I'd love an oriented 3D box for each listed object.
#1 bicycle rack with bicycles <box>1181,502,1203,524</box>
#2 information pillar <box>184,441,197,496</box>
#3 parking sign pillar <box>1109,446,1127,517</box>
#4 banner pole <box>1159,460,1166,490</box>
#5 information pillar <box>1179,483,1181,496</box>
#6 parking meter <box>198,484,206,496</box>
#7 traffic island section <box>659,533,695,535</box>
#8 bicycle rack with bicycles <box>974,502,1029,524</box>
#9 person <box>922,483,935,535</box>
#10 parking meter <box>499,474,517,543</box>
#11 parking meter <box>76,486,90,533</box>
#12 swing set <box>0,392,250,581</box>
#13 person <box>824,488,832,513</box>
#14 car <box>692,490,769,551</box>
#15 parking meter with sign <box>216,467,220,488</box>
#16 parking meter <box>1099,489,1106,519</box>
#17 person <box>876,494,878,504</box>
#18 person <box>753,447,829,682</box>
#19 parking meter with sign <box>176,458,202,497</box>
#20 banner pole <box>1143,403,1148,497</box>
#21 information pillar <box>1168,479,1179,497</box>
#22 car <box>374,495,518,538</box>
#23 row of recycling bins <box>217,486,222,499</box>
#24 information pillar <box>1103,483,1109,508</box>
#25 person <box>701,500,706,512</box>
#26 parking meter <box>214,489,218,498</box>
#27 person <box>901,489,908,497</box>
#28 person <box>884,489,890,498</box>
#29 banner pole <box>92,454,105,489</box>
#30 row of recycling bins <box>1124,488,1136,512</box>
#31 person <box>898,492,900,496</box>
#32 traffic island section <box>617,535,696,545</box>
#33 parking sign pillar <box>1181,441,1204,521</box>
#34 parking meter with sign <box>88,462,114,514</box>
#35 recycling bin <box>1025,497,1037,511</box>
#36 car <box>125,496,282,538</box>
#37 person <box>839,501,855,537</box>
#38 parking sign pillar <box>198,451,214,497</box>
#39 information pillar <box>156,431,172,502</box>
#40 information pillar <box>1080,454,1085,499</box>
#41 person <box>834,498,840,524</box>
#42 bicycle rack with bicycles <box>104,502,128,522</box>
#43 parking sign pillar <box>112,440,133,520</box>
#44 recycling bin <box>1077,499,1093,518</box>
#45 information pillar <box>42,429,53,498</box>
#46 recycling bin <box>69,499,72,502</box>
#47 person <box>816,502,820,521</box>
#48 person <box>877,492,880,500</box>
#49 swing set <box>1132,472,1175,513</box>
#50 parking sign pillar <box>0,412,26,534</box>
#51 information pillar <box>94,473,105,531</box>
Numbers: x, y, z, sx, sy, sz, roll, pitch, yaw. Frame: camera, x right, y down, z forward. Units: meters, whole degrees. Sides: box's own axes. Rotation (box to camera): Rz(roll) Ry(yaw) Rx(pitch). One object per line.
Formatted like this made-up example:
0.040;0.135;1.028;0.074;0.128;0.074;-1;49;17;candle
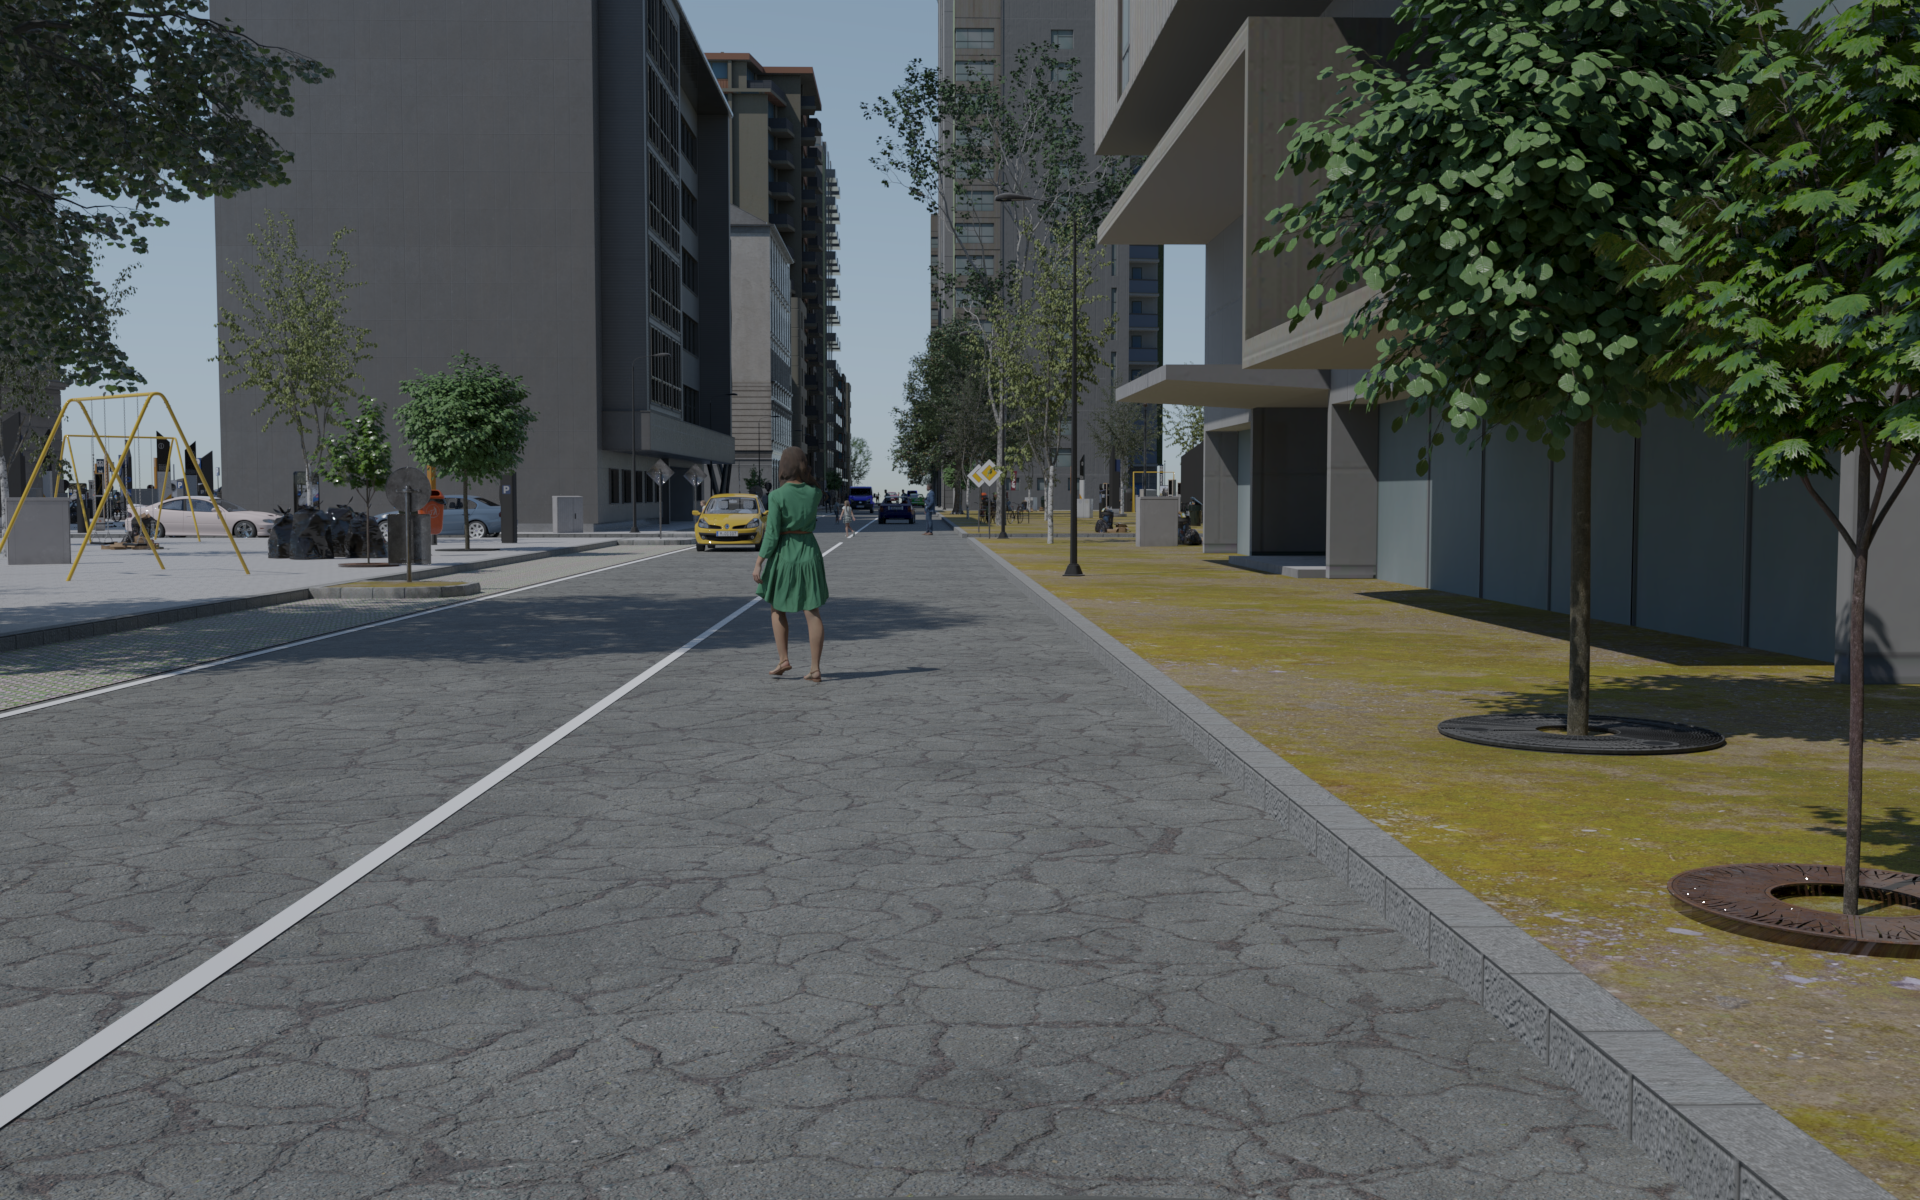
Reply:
9.477;-3.828;75.971;2.852;0.926;2.925;0;4;5;bicycle rack with bicycles
-33.720;-5.177;75.997;0.504;3.616;0.183;0;4;-7;information pillar
8.660;-6.647;97.144;1.447;3.967;1.447;0;4;-3;parking sign pillar
15.071;-8.485;128.748;0.401;3.779;0.863;-2;4;-32;banner pole
13.997;-6.452;109.989;0.304;2.012;0.304;3;4;38;information pillar
-41.346;-5.423;94.376;0.255;1.863;0.399;3;5;43;parking meter
-8.789;-2.153;57.475;2.009;0.180;2.903;0;4;-2;traffic island section
1.740;-3.781;75.205;2.852;0.926;2.925;1;4;18;bicycle rack with bicycles
-1.064;-3.156;60.278;0.419;1.800;0.721;-1;4;-13;person
-11.803;-2.419;45.258;0.399;1.863;0.255;1;4;12;parking meter
-28.833;-2.969;56.949;0.372;1.533;0.369;0;3;0;parking meter
-13.254;-1.817;27.331;3.119;2.851;2.862;3;5;39;swing set
-9.989;-7.513;130.697;0.648;1.900;0.474;1;4;9;person
-5.807;-2.099;44.540;2.015;1.641;3.980;0;4;-2;car
-48.823;-7.079;111.999;1.738;3.016;0.543;-3;5;-40;parking meter with sign
7.476;-5.040;90.813;0.372;1.533;0.369;0;3;0;parking meter
-11.747;-14.166;243.375;0.557;1.426;1.065;1;4;22;person
-1.268;-0.279;13.308;0.600;1.795;0.529;-3;5;-41;person
-36.880;-5.268;82.385;0.543;3.016;1.738;1;4;19;parking meter with sign
5.082;-3.522;47.597;0.401;3.779;0.863;0;4;6;banner pole
10.672;-5.057;87.180;0.304;2.012;0.304;3;5;43;information pillar
-16.146;-2.576;54.114;4.499;1.417;2.014;0;4;0;car
-34.281;-4.689;83.775;3.534;1.692;1.069;1;4;8;row of recycling bins
9.913;-6.894;117.205;0.304;2.012;0.304;-3;5;-44;information pillar
-8.856;-2.868;60.408;0.382;1.210;0.505;-2;4;-27;person
-37.392;-4.824;87.286;0.372;1.533;0.369;0;3;0;parking meter
-4.004;-7.061;124.302;0.623;1.781;0.721;1;4;13;person
-5.390;-7.255;127.472;0.721;1.781;0.623;-2;4;-24;person
-53.775;-7.219;108.053;0.863;3.779;0.401;-1;4;-9;banner pole
12.201;-7.226;125.252;1.069;1.692;3.534;0;4;2;row of recycling bins
-9.607;-15.865;268.614;0.721;1.743;1.217;0;4;7;person
-8.573;-1.664;49.492;2.009;0.180;2.903;0;4;-2;traffic island section
11.360;-5.833;83.844;1.447;3.967;1.447;1;4;22;parking sign pillar
-46.737;-5.961;93.731;1.738;3.016;0.543;0;4;-7;parking meter with sign
5.425;-7.323;132.279;0.722;1.027;0.722;2;4;28;recycling bin
-23.295;-2.529;53.714;4.827;1.381;2.083;0;4;0;car
-3.785;-2.727;58.096;0.505;1.210;0.382;-2;4;-35;person
-46.753;-7.238;106.810;1.447;3.967;1.447;3;4;37;parking sign pillar
-29.491;-4.453;64.155;0.183;3.616;0.504;3;5;41;information pillar
7.202;-6.764;101.953;0.183;3.616;0.504;-2;4;-24;information pillar
-5.854;-4.250;82.676;0.352;1.250;0.332;1;4;16;person
-38.065;-4.038;79.403;2.852;0.926;2.925;1;4;21;bicycle rack with bicycles
-40.984;-5.911;85.113;1.447;3.967;1.447;-2;4;-33;parking sign pillar
6.621;-4.840;91.693;0.722;1.027;0.722;1;4;17;recycling bin
-32.851;-4.343;62.363;0.504;3.616;0.183;2;4;33;information pillar
-48.227;-4.936;93.265;0.722;1.027;0.722;-2;4;-31;recycling bin
-7.426;-4.828;87.556;0.853;1.813;0.709;3;5;40;person
-13.078;-16.326;276.145;0.721;1.735;1.217;3;5;40;person
13.484;-7.591;121.731;3.119;2.851;2.862;0;4;3;swing set
-31.353;-4.172;56.690;1.447;3.967;1.447;-1;4;-8;parking sign pillar
-30.062;-3.426;60.502;0.304;2.012;0.304;-2;4;-27;information pillar
